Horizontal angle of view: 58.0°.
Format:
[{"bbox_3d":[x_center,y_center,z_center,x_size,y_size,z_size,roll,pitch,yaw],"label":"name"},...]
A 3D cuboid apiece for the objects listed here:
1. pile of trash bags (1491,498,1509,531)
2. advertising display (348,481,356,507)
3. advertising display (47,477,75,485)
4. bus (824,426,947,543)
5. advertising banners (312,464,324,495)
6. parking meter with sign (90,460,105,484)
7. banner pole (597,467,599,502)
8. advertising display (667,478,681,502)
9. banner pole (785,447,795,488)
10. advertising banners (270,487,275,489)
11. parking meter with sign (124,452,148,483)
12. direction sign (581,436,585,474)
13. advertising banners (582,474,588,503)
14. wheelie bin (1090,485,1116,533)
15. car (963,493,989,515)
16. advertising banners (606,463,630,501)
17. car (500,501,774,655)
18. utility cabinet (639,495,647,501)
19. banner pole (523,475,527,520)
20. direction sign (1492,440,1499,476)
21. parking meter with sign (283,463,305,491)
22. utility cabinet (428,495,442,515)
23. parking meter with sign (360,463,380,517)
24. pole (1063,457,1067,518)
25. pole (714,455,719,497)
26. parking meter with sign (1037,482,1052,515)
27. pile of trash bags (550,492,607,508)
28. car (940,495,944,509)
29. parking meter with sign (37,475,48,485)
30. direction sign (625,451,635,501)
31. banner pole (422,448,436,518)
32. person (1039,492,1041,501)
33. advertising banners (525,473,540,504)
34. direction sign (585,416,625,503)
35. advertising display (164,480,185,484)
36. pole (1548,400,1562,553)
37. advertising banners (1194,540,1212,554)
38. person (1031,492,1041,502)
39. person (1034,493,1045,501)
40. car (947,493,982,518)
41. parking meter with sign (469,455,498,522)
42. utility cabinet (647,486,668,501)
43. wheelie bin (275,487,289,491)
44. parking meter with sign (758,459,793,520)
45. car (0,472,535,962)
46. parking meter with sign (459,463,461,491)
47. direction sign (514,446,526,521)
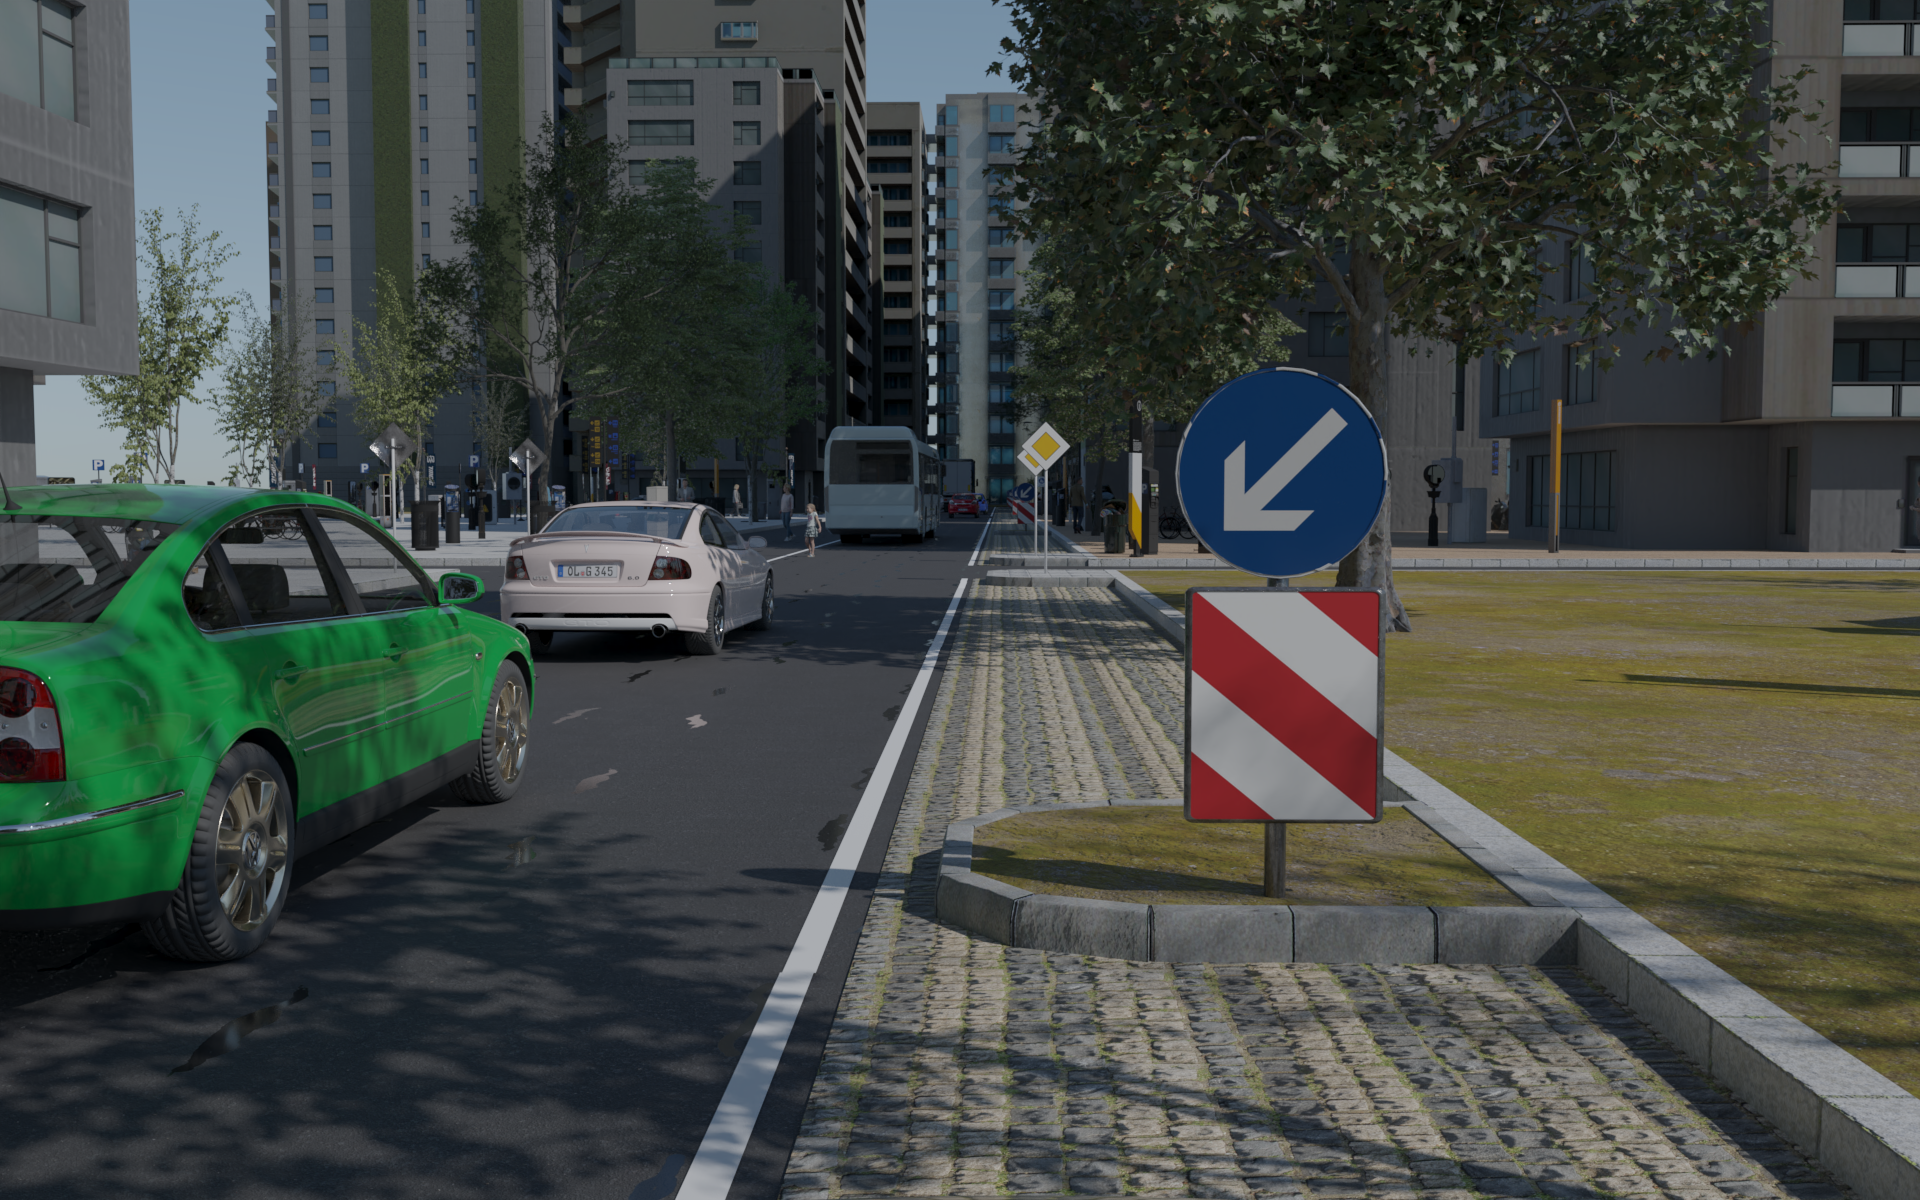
[{"bbox_3d":[19.777,-3.118,60.736,1.912,1.369,3.447,0,4,1],"label":"pile of trash bags"},{"bbox_3d":[-29.272,-4.783,83.413,0.123,1.923,0.974,0,4,-4],"label":"advertising display"},{"bbox_3d":[-34.075,-3.700,65.701,0.123,1.923,0.974,3,5,43],"label":"advertising display"},{"bbox_3d":[-2.155,-3.595,53.642,2.948,3.499,13.247,0,4,2],"label":"bus"},{"bbox_3d":[-37.943,-6.507,102.579,0.090,3.025,2.074,0,4,1],"label":"advertising banners"},{"bbox_3d":[-43.311,-5.538,86.807,0.543,3.016,1.738,-1,4,-16],"label":"parking meter with sign"},{"bbox_3d":[-21.358,-6.859,102.159,0.401,3.779,0.863,-1,4,-20],"label":"banner pole"},{"bbox_3d":[-11.875,-4.079,71.911,0.123,1.923,0.974,-3,5,-40],"label":"advertising display"},{"bbox_3d":[-9.185,-6.316,93.289,0.401,3.779,0.863,3,4,36],"label":"banner pole"},{"bbox_3d":[-38.528,-6.079,95.585,2.074,3.025,0.090,1,4,13],"label":"advertising banners"},{"bbox_3d":[-34.831,-4.693,72.985,1.738,3.016,0.543,3,5,43],"label":"parking meter with sign"},{"bbox_3d":[-14.397,-4.609,67.360,0.379,3.537,0.876,2,4,30],"label":"direction sign"},{"bbox_3d":[-20.573,-6.043,94.983,0.090,3.025,2.074,-1,4,-18],"label":"advertising banners"},{"bbox_3d":[4.776,-3.060,57.938,0.693,1.594,0.980,-3,5,-41],"label":"wheelie bin"},{"bbox_3d":[1.069,-6.845,121.501,1.945,1.707,3.694,0,4,3],"label":"car"},{"bbox_3d":[-19.683,-6.313,99.410,0.090,3.025,2.074,2,4,32],"label":"advertising banners"},{"bbox_3d":[-2.996,-0.273,16.828,2.083,1.381,4.827,0,4,3],"label":"car"},{"bbox_3d":[-19.840,-5.975,108.852,0.306,1.237,1.020,1,4,12],"label":"utility cabinet"},{"bbox_3d":[-21.377,-5.821,85.185,0.401,3.779,0.863,-2,4,-27],"label":"banner pole"},{"bbox_3d":[22.289,-4.955,73.010,0.876,3.537,0.379,-1,4,-15],"label":"direction sign"},{"bbox_3d":[-37.849,-6.197,97.584,0.543,3.016,1.738,3,5,43],"label":"parking meter with sign"},{"bbox_3d":[-32.108,-5.800,105.993,1.020,1.237,0.306,3,4,37],"label":"utility cabinet"},{"bbox_3d":[-33.528,-6.277,98.885,0.543,3.016,1.738,1,4,9],"label":"parking meter with sign"},{"bbox_3d":[5.729,-6.156,94.494,0.158,3.312,0.155,0,3,0],"label":"pole"},{"bbox_3d":[-12.476,-5.809,88.824,0.158,3.312,0.155,0,3,0],"label":"pole"},{"bbox_3d":[5.522,-6.690,105.639,1.738,3.016,0.543,-1,4,-13],"label":"parking meter with sign"},{"bbox_3d":[-14.430,-3.353,64.571,3.447,1.369,1.912,3,5,39],"label":"pile of trash bags"},{"bbox_3d":[-2.319,-9.322,164.773,2.083,1.381,4.827,0,4,0],"label":"car"},{"bbox_3d":[-37.543,-4.553,70.710,0.543,3.016,1.738,2,4,31],"label":"parking meter with sign"},{"bbox_3d":[-17.619,-6.123,92.106,0.876,3.537,0.379,2,4,28],"label":"direction sign"},{"bbox_3d":[-30.055,-6.606,98.027,0.863,3.779,0.401,-1,4,-19],"label":"banner pole"},{"bbox_3d":[6.350,-7.883,138.122,0.628,1.438,0.799,-1,4,-14],"label":"person"},{"bbox_3d":[-22.409,-5.913,92.870,2.074,3.025,0.090,0,4,-1],"label":"advertising banners"},{"bbox_3d":[-10.353,-3.576,50.471,0.876,3.537,0.379,0,4,7],"label":"direction sign"},{"bbox_3d":[-35.142,-4.424,77.545,0.974,1.923,0.123,1,4,10],"label":"advertising display"},{"bbox_3d":[12.909,-2.674,37.571,0.158,3.312,0.155,0,3,0],"label":"pole"},{"bbox_3d":[6.045,-2.493,36.950,2.074,3.025,0.090,1,4,12],"label":"advertising banners"},{"bbox_3d":[5.789,-7.642,131.536,0.990,1.755,0.434,3,4,37],"label":"person"},{"bbox_3d":[5.768,-7.065,124.741,0.799,1.438,0.628,-1,4,-14],"label":"person"},{"bbox_3d":[0.247,-5.832,104.390,2.155,1.783,4.494,0,4,2],"label":"car"},{"bbox_3d":[-21.440,-5.004,78.080,0.543,3.016,1.738,1,4,14],"label":"parking meter with sign"},{"bbox_3d":[-8.665,-2.499,49.541,0.318,1.500,1.173,0,4,6],"label":"utility cabinet"},{"bbox_3d":[-31.503,-4.438,80.476,0.980,1.594,0.693,0,4,1],"label":"wheelie bin"},{"bbox_3d":[-9.234,-5.510,86.343,1.738,3.016,0.543,1,4,13],"label":"parking meter with sign"},{"bbox_3d":[-3.009,0.128,6.707,1.959,1.807,4.718,0,4,2],"label":"car"},{"bbox_3d":[-27.449,-6.226,98.057,1.738,3.016,0.543,-1,4,-14],"label":"parking meter with sign"},{"bbox_3d":[-20.870,-5.518,82.218,0.379,3.537,0.876,1,4,21],"label":"direction sign"}]
